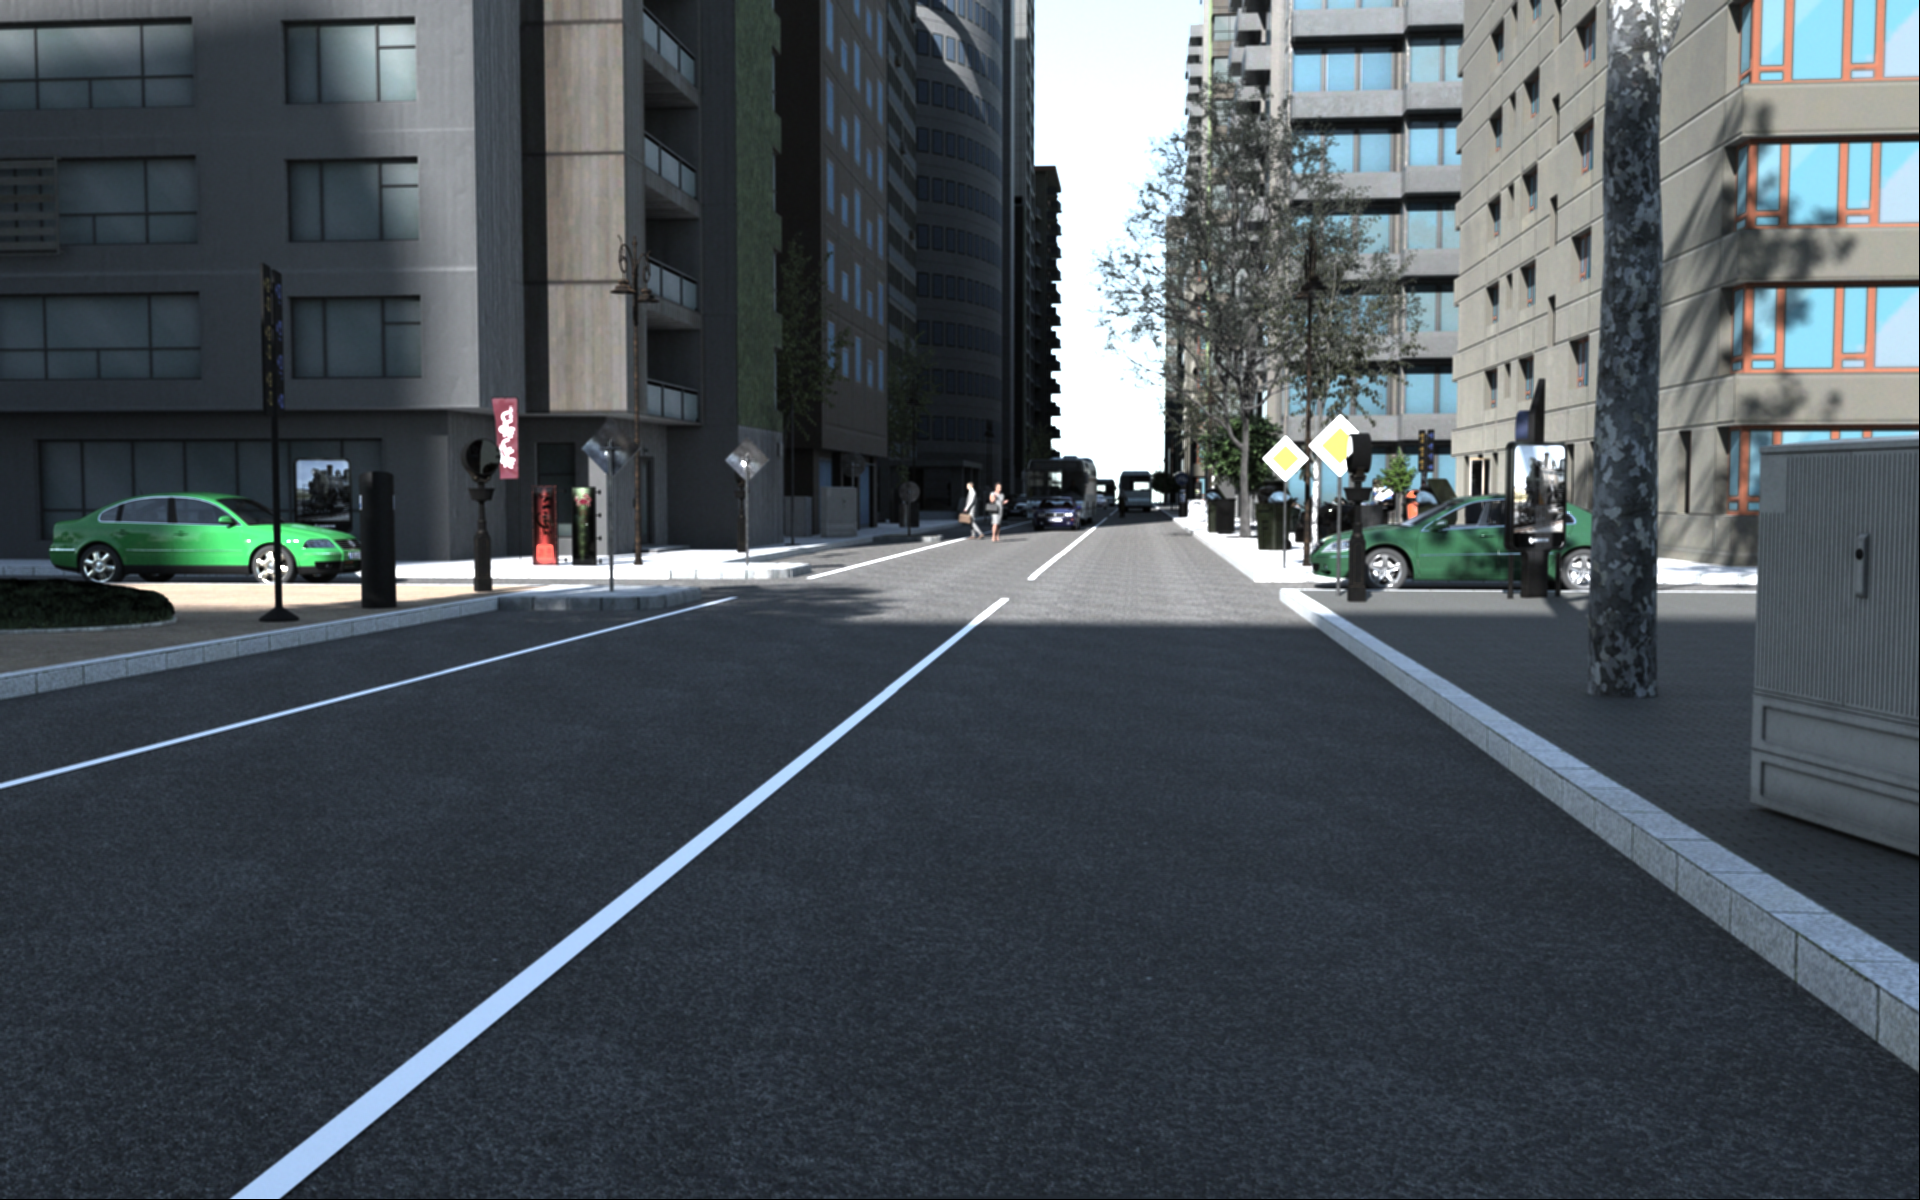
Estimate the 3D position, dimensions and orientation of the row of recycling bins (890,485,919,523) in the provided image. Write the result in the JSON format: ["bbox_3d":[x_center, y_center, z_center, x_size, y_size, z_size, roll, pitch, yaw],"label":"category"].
[{"bbox_3d":[-2.533,-4.329,77.888,1.069,1.692,3.534,1,4,8],"label":"row of recycling bins"}]

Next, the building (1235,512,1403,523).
[{"bbox_3d":[25.138,-28.603,87.274,23.786,49.044,30.456,0,4,6],"label":"building"}]

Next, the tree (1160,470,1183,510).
[{"bbox_3d":[17.084,-8.779,138.138,1.663,3.219,1.824,0,3,0],"label":"tree"}]

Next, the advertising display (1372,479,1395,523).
[{"bbox_3d":[17.594,-4.079,71.908,0.974,1.923,0.123,3,4,38],"label":"advertising display"}]

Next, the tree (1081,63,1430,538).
[{"bbox_3d":[8.211,-8.561,50.345,12.009,13.543,11.850,0,3,0],"label":"tree"}]

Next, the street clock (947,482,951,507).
[{"bbox_3d":[-0.600,-6.200,105.938,0.358,2.002,0.471,1,4,21],"label":"street clock"}]

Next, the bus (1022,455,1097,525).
[{"bbox_3d":[4.911,-5.340,82.172,2.948,3.499,13.247,0,4,7],"label":"bus"}]

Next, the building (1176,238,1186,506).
[{"bbox_3d":[31.563,-25.950,195.977,14.160,30.474,14.107,0,4,6],"label":"building"}]

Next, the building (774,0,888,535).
[{"bbox_3d":[-10.409,-25.070,60.009,14.600,45.320,14.200,0,4,6],"label":"building"}]

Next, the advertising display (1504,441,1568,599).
[{"bbox_3d":[7.129,-0.993,21.450,0.974,1.923,0.123,-2,4,-31],"label":"advertising display"}]

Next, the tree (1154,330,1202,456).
[{"bbox_3d":[10.237,-7.395,71.264,4.360,8.622,3.978,0,3,0],"label":"tree"}]

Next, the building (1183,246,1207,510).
[{"bbox_3d":[31.431,-17.590,132.641,27.650,21.520,28.899,0,4,6],"label":"building"}]

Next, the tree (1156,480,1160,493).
[{"bbox_3d":[23.674,-12.706,202.348,1.663,3.219,1.824,0,3,0],"label":"tree"}]

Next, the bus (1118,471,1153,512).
[{"bbox_3d":[14.442,-9.024,142.396,2.948,3.499,13.247,0,4,6],"label":"bus"}]

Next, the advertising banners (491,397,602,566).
[{"bbox_3d":[-7.435,-2.135,31.096,2.074,3.025,0.090,1,4,13],"label":"advertising banners"}]

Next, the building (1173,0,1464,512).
[{"bbox_3d":[32.261,-33.166,161.876,23.786,49.044,30.456,0,4,6],"label":"building"}]

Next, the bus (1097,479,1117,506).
[{"bbox_3d":[17.002,-12.791,203.990,2.948,3.499,13.247,0,4,5],"label":"bus"}]

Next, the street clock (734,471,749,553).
[{"bbox_3d":[-4.787,-2.044,37.985,0.358,2.002,0.471,-1,4,-17],"label":"street clock"}]

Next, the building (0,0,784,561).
[{"bbox_3d":[-12.301,-21.683,38.110,14.154,41.232,14.086,0,4,6],"label":"building"}]

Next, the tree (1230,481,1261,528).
[{"bbox_3d":[11.215,-4.356,65.828,1.663,3.219,1.824,0,3,0],"label":"tree"}]

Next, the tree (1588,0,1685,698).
[{"bbox_3d":[4.736,-9.371,9.109,12.611,20.169,13.585,0,3,0],"label":"tree"}]

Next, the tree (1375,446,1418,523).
[{"bbox_3d":[17.563,-4.597,69.757,1.663,3.219,1.824,0,3,0],"label":"tree"}]

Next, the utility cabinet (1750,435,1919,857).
[{"bbox_3d":[3.422,0.136,6.458,0.318,1.500,1.173,0,4,-6],"label":"utility cabinet"}]

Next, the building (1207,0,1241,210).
[{"bbox_3d":[22.923,-26.162,111.340,14.154,41.232,14.086,0,4,6],"label":"building"}]

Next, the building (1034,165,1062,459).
[{"bbox_3d":[1.934,-34.962,226.247,22.147,44.769,28.867,0,4,6],"label":"building"}]

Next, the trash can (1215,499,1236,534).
[{"bbox_3d":[8.518,-2.689,55.623,0.748,1.137,0.748,0,3,0],"label":"trash can"}]

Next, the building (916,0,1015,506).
[{"bbox_3d":[-7.684,-35.336,119.747,21.231,58.520,28.212,0,4,6],"label":"building"}]

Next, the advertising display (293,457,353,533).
[{"bbox_3d":[-11.300,-1.561,30.732,0.974,1.923,0.123,-2,4,-30],"label":"advertising display"}]

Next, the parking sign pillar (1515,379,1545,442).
[{"bbox_3d":[13.163,-3.153,40.022,1.447,3.967,1.447,2,4,27],"label":"parking sign pillar"}]

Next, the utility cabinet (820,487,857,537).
[{"bbox_3d":[-3.573,-2.600,51.194,1.173,1.500,0.318,-3,5,-43],"label":"utility cabinet"}]

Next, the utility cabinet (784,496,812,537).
[{"bbox_3d":[-4.846,-2.496,51.963,0.306,1.237,1.020,-3,5,-43],"label":"utility cabinet"}]

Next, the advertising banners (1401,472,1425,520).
[{"bbox_3d":[16.501,-4.074,62.805,0.090,3.025,2.074,-1,4,-10],"label":"advertising banners"}]

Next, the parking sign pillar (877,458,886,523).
[{"bbox_3d":[-4.075,-5.496,78.332,1.447,3.967,1.447,1,4,22],"label":"parking sign pillar"}]

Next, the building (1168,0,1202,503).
[{"bbox_3d":[39.571,-56.154,230.786,22.319,86.520,31.000,0,4,6],"label":"building"}]

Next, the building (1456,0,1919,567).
[{"bbox_3d":[29.390,-12.060,42.217,28.899,21.520,27.650,0,4,6],"label":"building"}]

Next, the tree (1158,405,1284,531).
[{"bbox_3d":[10.113,-4.711,60.743,4.285,4.588,4.351,0,3,0],"label":"tree"}]

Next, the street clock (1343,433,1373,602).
[{"bbox_3d":[4.743,-0.984,20.656,0.358,2.002,0.471,0,4,2],"label":"street clock"}]

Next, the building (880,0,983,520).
[{"bbox_3d":[-15.303,-24.567,93.558,32.217,40.220,23.993,0,4,6],"label":"building"}]

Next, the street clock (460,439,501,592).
[{"bbox_3d":[-6.284,-1.113,22.761,0.471,2.002,0.358,-2,4,-33],"label":"street clock"}]

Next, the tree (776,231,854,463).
[{"bbox_3d":[-5.148,-6.059,49.434,4.737,8.622,4.395,0,3,0],"label":"tree"}]

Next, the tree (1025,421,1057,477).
[{"bbox_3d":[7.719,-13.667,173.824,4.737,8.622,4.395,0,3,0],"label":"tree"}]

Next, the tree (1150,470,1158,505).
[{"bbox_3d":[24.478,-13.918,211.279,4.285,4.588,4.351,0,3,0],"label":"tree"}]

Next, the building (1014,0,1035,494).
[{"bbox_3d":[0.365,-46.638,200.780,20.563,71.187,20.611,0,4,6],"label":"building"}]

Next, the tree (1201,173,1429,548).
[{"bbox_3d":[8.618,-5.534,40.837,4.360,8.622,3.978,0,3,0],"label":"tree"}]

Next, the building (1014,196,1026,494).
[{"bbox_3d":[-1.263,-23.863,161.859,14.160,30.474,14.107,0,4,6],"label":"building"}]

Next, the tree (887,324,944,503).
[{"bbox_3d":[-2.639,-7.577,74.240,4.737,8.622,4.395,0,3,0],"label":"tree"}]
